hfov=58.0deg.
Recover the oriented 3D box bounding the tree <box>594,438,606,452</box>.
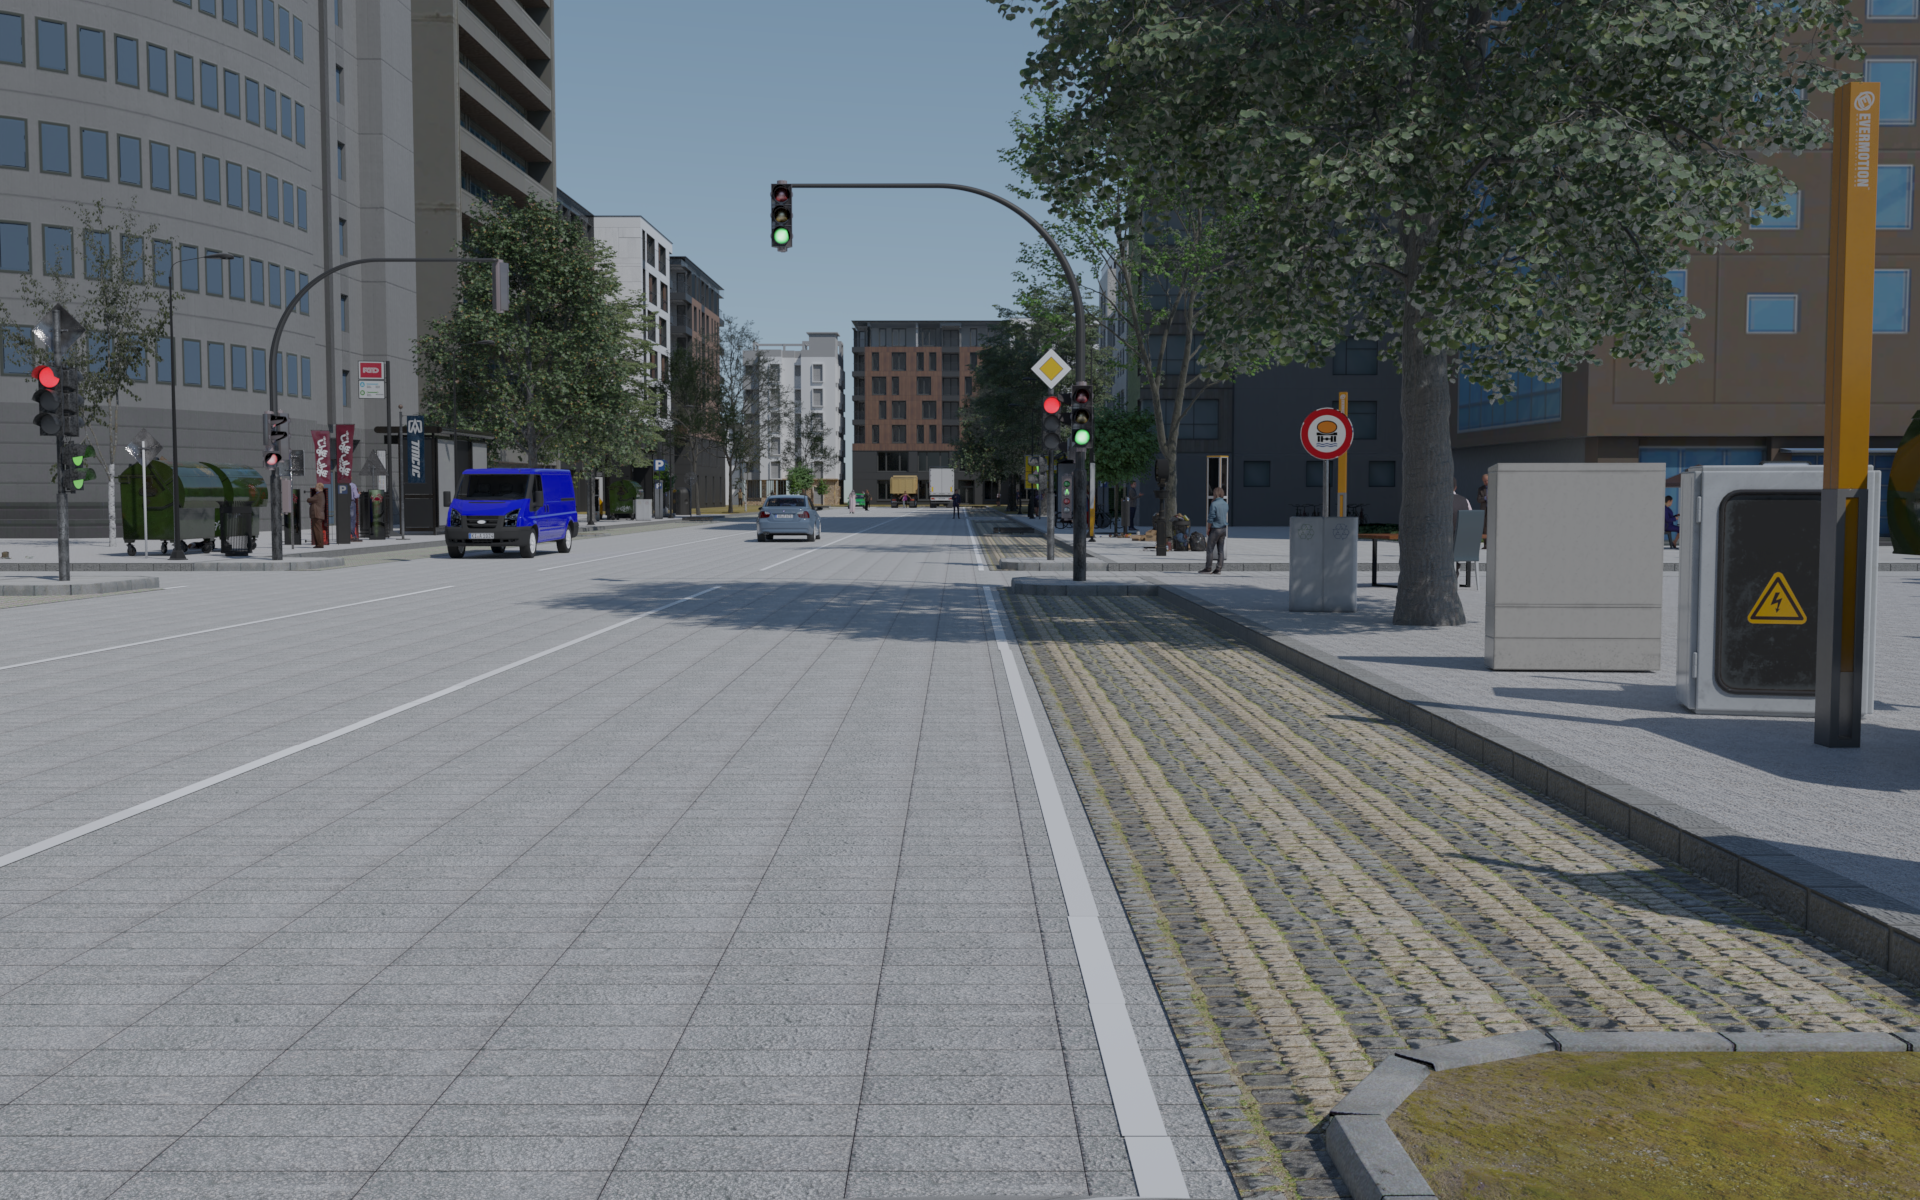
[{"bbox_3d":[-20.408,-8.896,95.807,4.737,8.622,4.395,0,3,0],"label":"tree"}]

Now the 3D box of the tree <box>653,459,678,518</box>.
[{"bbox_3d":[-16.286,-6.126,94.764,1.663,3.219,1.824,0,3,0],"label":"tree"}]

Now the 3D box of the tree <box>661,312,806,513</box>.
[{"bbox_3d":[-15.432,-12.612,116.574,12.009,13.543,11.850,0,3,0],"label":"tree"}]

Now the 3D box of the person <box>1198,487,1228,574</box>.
[{"bbox_3d":[4.547,-1.232,30.849,0.499,1.552,0.429,-1,4,-14],"label":"person"}]

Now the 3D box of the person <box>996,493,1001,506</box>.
[{"bbox_3d":[3.970,-10.358,178.581,0.628,1.438,0.799,-3,5,-44],"label":"person"}]

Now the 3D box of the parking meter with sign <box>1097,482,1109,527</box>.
[{"bbox_3d":[5.584,-4.342,67.251,0.543,3.016,1.738,0,4,5],"label":"parking meter with sign"}]

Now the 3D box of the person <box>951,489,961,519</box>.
[{"bbox_3d":[-0.227,-5.572,100.520,0.541,1.710,0.530,0,4,3],"label":"person"}]

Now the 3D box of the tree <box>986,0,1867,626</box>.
[{"bbox_3d":[4.610,-6.723,16.580,9.857,13.997,8.962,0,3,0],"label":"tree"}]

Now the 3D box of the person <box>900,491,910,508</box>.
[{"bbox_3d":[-5.517,-10.127,174.758,1.217,1.739,0.721,-1,4,-9],"label":"person"}]

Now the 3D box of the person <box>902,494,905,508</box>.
[{"bbox_3d":[-5.669,-9.860,172.928,0.599,1.433,0.991,0,4,7],"label":"person"}]

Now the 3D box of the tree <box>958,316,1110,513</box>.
[{"bbox_3d":[4.977,-12.577,115.997,12.009,13.543,11.850,0,3,0],"label":"tree"}]

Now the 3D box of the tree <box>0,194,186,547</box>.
[{"bbox_3d":[-20.905,-5.606,42.026,4.360,8.622,3.978,0,3,0],"label":"tree"}]

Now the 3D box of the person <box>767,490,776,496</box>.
[{"bbox_3d":[-19.302,-10.473,177.993,1.217,1.735,0.721,-1,4,-8],"label":"person"}]

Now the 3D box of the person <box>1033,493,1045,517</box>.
[{"bbox_3d":[4.489,-5.442,98.259,0.697,1.427,0.421,0,4,8],"label":"person"}]

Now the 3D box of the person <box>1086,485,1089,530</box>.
[{"bbox_3d":[4.529,-3.346,62.462,0.444,1.614,0.593,0,4,2],"label":"person"}]

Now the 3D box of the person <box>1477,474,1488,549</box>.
[{"bbox_3d":[12.251,-2.037,40.034,0.565,1.739,0.600,0,4,3],"label":"person"}]

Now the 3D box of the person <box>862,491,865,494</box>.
[{"bbox_3d":[-9.812,-10.166,175.386,0.551,1.740,0.621,1,4,19],"label":"person"}]

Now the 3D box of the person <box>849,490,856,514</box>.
[{"bbox_3d":[-7.857,-7.188,126.695,0.551,1.740,0.621,-1,4,-11],"label":"person"}]

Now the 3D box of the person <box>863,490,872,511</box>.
[{"bbox_3d":[-7.915,-8.484,147.349,0.705,1.807,1.348,-2,4,-32],"label":"person"}]

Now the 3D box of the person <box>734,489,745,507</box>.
[{"bbox_3d":[-22.542,-10.492,177.685,1.348,1.812,0.705,-1,4,-11],"label":"person"}]

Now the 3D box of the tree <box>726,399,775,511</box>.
[{"bbox_3d":[-15.824,-10.900,128.582,4.360,8.622,3.978,0,3,0],"label":"tree"}]

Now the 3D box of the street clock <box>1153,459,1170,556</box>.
[{"bbox_3d":[4.167,-1.910,35.800,0.358,2.002,0.471,0,4,-3],"label":"street clock"}]

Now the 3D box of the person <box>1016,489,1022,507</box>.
[{"bbox_3d":[5.723,-9.879,168.006,0.683,1.767,0.568,0,4,1],"label":"person"}]

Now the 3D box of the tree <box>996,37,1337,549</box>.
[{"bbox_3d":[4.808,-6.995,40.120,9.928,11.665,9.643,0,3,0],"label":"tree"}]

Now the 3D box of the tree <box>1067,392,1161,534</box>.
[{"bbox_3d":[4.993,-4.415,55.902,4.285,4.588,4.351,0,3,0],"label":"tree"}]

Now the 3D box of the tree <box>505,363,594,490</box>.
[{"bbox_3d":[-21.715,-8.515,89.577,4.737,8.622,4.395,0,3,0],"label":"tree"}]

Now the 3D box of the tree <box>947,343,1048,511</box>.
[{"bbox_3d":[3.638,-12.878,127.557,9.611,12.733,9.660,0,3,0],"label":"tree"}]

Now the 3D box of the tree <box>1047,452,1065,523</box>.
[{"bbox_3d":[4.626,-5.098,77.947,1.663,3.219,1.824,0,3,0],"label":"tree"}]

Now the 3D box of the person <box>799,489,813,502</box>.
[{"bbox_3d":[-11.203,-7.059,124.050,1.348,1.807,0.705,1,4,22],"label":"person"}]

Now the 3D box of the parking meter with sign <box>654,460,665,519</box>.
[{"bbox_3d":[-15.418,-5.651,88.662,0.543,3.016,1.738,-1,4,-12],"label":"parking meter with sign"}]

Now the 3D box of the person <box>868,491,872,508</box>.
[{"bbox_3d":[-9.572,-10.426,179.683,1.217,1.735,0.721,3,5,41],"label":"person"}]

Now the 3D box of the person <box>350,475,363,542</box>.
[{"bbox_3d":[-16.327,-2.478,46.433,0.709,1.838,0.599,1,4,8],"label":"person"}]

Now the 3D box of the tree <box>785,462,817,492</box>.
[{"bbox_3d":[-15.970,-11.637,173.974,4.285,4.588,4.351,0,3,0],"label":"tree"}]

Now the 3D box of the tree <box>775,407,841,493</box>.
[{"bbox_3d":[-16.181,-15.279,184.220,7.601,10.594,8.767,-1,4,-21],"label":"tree"}]

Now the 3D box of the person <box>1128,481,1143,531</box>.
[{"bbox_3d":[6.219,-3.319,60.847,0.750,1.759,0.617,2,4,32],"label":"person"}]

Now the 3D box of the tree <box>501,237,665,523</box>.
[{"bbox_3d":[-16.918,-9.726,77.141,7.486,12.596,7.792,0,3,0],"label":"tree"}]

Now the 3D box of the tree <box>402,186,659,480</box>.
[{"bbox_3d":[-16.149,-9.041,64.827,9.611,12.733,9.660,0,3,0],"label":"tree"}]

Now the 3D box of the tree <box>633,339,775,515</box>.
[{"bbox_3d":[-16.189,-10.417,104.736,7.601,10.594,8.767,1,4,8],"label":"tree"}]

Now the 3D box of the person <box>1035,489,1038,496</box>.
[{"bbox_3d":[4.905,-6.004,104.660,0.568,1.767,0.683,3,5,44],"label":"person"}]

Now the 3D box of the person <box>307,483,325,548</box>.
[{"bbox_3d":[-15.206,-1.994,40.909,0.388,1.546,0.482,-1,4,-9],"label":"person"}]

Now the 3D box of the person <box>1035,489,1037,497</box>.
[{"bbox_3d":[7.466,-9.914,168.271,0.705,1.807,1.348,0,4,-5],"label":"person"}]
